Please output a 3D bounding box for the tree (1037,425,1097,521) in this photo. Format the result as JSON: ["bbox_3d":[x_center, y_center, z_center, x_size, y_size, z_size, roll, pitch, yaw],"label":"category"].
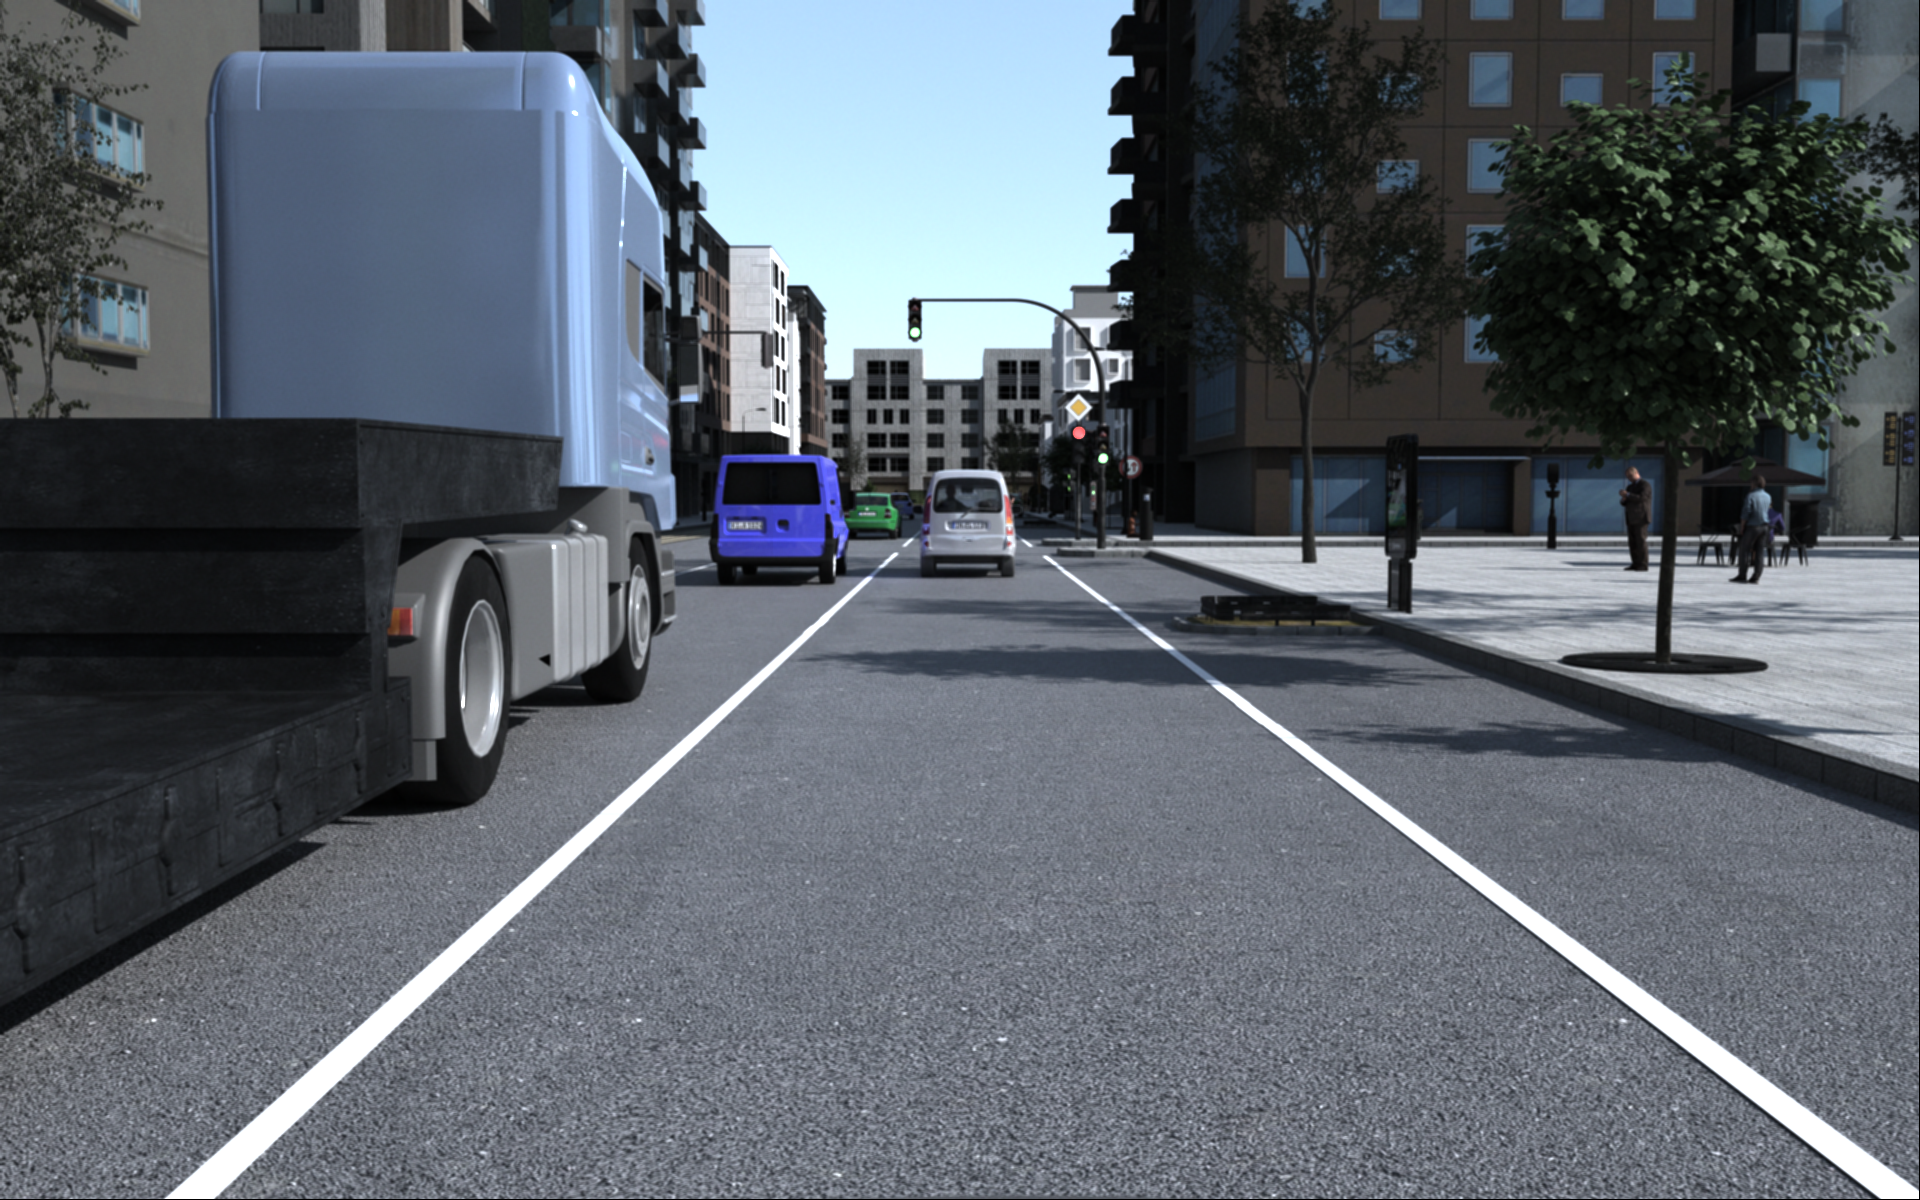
[{"bbox_3d":[5.325,-6.019,82.130,4.285,4.588,4.351,0,3,0],"label":"tree"}]

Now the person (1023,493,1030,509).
[{"bbox_3d":[5.996,-8.652,148.191,1.217,1.739,0.721,-1,4,-11],"label":"person"}]

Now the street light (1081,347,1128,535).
[{"bbox_3d":[4.712,-5.033,54.838,1.470,5.913,1.316,0,3,0],"label":"street light"}]

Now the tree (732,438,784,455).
[{"bbox_3d":[-11.778,-7.121,100.149,4.285,4.588,4.351,0,3,0],"label":"tree"}]

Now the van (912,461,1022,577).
[{"bbox_3d":[0.132,-1.485,31.289,2.013,2.044,4.112,0,3,0],"label":"van"}]

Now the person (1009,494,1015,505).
[{"bbox_3d":[1.111,-2.067,45.532,0.697,1.427,0.421,2,4,26],"label":"person"}]

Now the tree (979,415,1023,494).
[{"bbox_3d":[6.075,-16.321,201.265,7.601,10.594,8.767,1,4,22],"label":"tree"}]

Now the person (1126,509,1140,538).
[{"bbox_3d":[5.169,-2.229,50.773,0.655,0.850,0.859,1,4,19],"label":"person"}]

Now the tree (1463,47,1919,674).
[{"bbox_3d":[5.247,-1.780,12.815,4.285,4.588,4.351,0,3,0],"label":"tree"}]

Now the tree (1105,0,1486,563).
[{"bbox_3d":[6.193,-5.967,31.966,7.601,10.594,8.767,-1,4,-16],"label":"tree"}]

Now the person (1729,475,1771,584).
[{"bbox_3d":[11.348,-1.012,24.804,0.499,1.552,0.429,0,4,7],"label":"person"}]

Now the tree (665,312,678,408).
[{"bbox_3d":[-12.599,-6.998,64.774,4.737,8.622,4.395,0,3,0],"label":"tree"}]

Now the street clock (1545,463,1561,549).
[{"bbox_3d":[13.890,-2.204,40.604,0.358,2.002,0.471,1,4,14],"label":"street clock"}]

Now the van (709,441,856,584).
[{"bbox_3d":[-2.942,-1.519,29.221,2.240,2.365,5.245,0,4,-1],"label":"van"}]

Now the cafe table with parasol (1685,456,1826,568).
[{"bbox_3d":[14.108,-1.589,30.843,2.610,1.966,2.610,-1,4,-23],"label":"cafe table with parasol"}]

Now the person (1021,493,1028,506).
[{"bbox_3d":[5.900,-9.026,156.872,1.065,1.426,0.557,-1,4,-19],"label":"person"}]

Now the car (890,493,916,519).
[{"bbox_3d":[-3.480,-5.471,99.039,1.945,1.707,3.694,0,4,0],"label":"car"}]

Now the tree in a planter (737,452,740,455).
[{"bbox_3d":[-9.420,-4.651,73.260,1.991,3.239,1.994,0,3,0],"label":"tree in a planter"}]

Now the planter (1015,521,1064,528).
[{"bbox_3d":[3.337,-3.181,73.154,1.991,0.319,1.994,0,3,0],"label":"planter"}]

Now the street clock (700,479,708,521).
[{"bbox_3d":[-12.062,-4.716,81.677,0.358,2.002,0.471,-1,4,-9],"label":"street clock"}]

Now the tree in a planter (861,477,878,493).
[{"bbox_3d":[-9.325,-11.006,177.166,1.991,3.239,1.994,0,3,0],"label":"tree in a planter"}]

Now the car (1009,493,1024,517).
[{"bbox_3d":[3.089,-6.187,109.948,1.959,1.807,4.718,0,4,1],"label":"car"}]

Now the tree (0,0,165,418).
[{"bbox_3d":[-12.417,-4.421,22.652,4.360,8.622,3.978,0,3,0],"label":"tree"}]

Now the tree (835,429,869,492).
[{"bbox_3d":[-11.762,-14.804,192.414,4.360,8.622,3.978,0,3,0],"label":"tree"}]

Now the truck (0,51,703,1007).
[{"bbox_3d":[-3.390,-0.921,4.825,2.967,4.110,18.799,0,4,0],"label":"truck"}]

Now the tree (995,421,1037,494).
[{"bbox_3d":[5.473,-13.473,170.651,4.737,8.622,4.395,0,3,0],"label":"tree"}]

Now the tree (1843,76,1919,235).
[{"bbox_3d":[12.292,-4.998,16.132,7.601,10.594,8.767,1,4,17],"label":"tree"}]

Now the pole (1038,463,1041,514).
[{"bbox_3d":[5.245,-7.364,114.240,0.158,3.312,0.155,0,3,0],"label":"pole"}]

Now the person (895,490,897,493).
[{"bbox_3d":[-4.728,-7.331,129.089,1.217,1.743,0.721,1,4,17],"label":"person"}]

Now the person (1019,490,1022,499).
[{"bbox_3d":[6.405,-10.737,182.531,0.436,1.711,0.756,2,4,26],"label":"person"}]

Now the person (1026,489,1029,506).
[{"bbox_3d":[7.616,-11.374,191.949,1.348,1.831,0.705,1,4,22],"label":"person"}]

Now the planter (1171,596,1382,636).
[{"bbox_3d":[3.295,0.161,18.516,1.991,0.319,1.994,0,3,0],"label":"planter"}]

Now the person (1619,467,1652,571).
[{"bbox_3d":[11.281,-1.361,28.988,0.600,1.739,0.565,-3,5,-40],"label":"person"}]

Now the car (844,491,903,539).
[{"bbox_3d":[-2.843,-2.894,56.107,1.959,1.807,4.718,0,4,1],"label":"car"}]

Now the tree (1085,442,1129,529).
[{"bbox_3d":[5.558,-4.232,63.800,1.663,3.219,1.824,0,3,0],"label":"tree"}]
